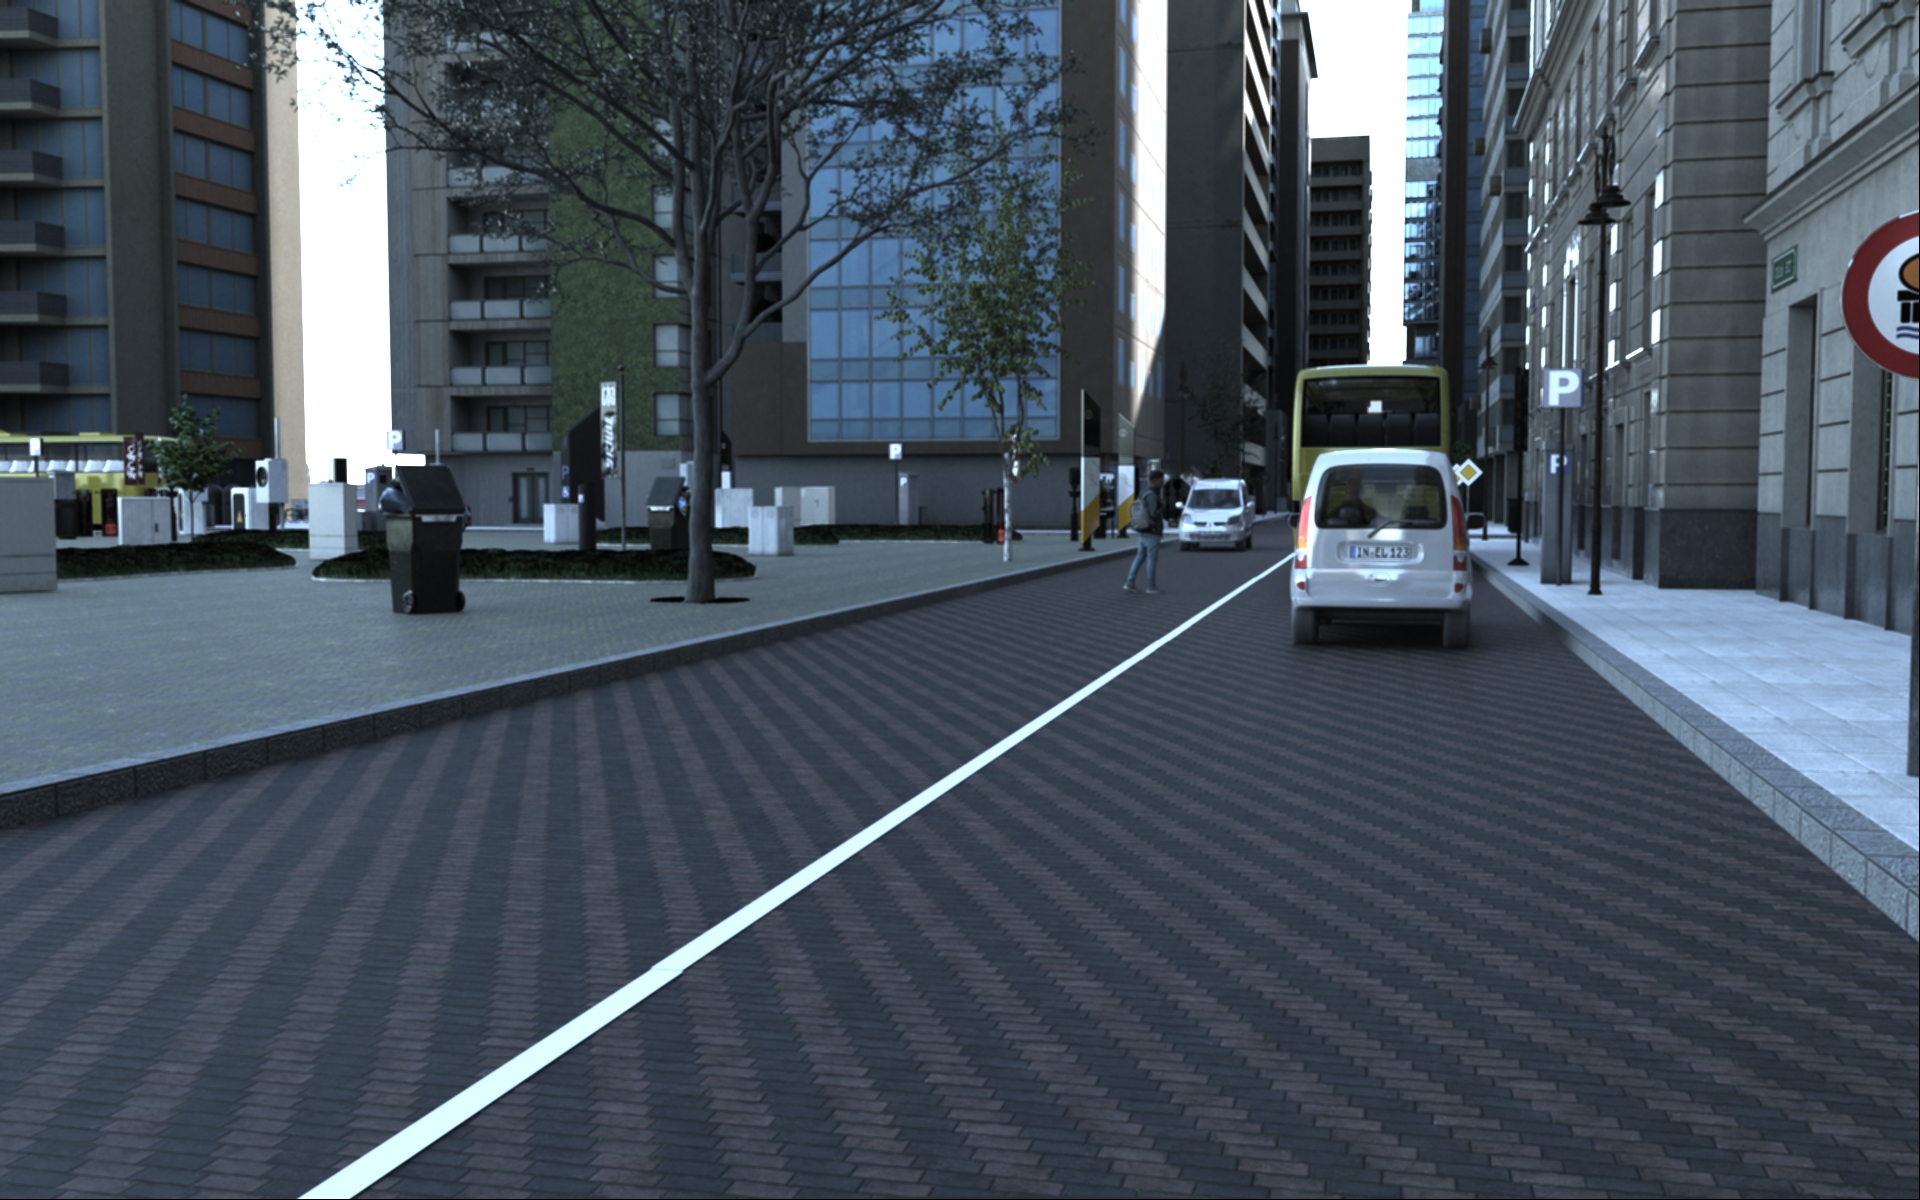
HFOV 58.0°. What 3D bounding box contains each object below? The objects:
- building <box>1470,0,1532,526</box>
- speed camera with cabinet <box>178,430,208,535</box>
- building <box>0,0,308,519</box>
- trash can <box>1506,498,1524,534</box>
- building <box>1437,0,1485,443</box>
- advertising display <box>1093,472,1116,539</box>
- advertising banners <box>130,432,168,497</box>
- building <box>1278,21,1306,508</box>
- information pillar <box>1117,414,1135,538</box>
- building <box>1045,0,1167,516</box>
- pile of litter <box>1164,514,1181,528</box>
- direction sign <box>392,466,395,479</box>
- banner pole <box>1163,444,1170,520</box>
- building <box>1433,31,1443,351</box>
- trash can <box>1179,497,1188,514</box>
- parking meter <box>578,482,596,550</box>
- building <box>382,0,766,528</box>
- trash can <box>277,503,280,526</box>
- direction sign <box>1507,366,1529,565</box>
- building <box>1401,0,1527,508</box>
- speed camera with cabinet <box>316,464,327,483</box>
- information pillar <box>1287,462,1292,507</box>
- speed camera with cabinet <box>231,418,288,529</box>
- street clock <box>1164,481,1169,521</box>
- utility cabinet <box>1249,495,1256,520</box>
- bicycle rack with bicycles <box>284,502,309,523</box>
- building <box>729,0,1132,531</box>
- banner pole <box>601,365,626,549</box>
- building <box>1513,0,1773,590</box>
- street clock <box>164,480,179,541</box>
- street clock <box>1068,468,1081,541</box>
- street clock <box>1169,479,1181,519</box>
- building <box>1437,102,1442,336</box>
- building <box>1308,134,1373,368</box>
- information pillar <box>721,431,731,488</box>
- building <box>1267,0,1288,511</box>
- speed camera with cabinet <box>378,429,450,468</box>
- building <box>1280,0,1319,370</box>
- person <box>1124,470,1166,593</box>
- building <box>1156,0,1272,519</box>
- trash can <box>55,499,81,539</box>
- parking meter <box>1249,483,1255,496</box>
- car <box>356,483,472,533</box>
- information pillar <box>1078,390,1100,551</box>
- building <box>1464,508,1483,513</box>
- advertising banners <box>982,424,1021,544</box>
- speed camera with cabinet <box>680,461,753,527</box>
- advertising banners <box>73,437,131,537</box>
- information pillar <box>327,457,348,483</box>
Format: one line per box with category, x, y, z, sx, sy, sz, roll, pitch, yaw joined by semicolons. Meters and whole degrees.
building;33.928;-23.164;70.610;23.993;40.220;32.217;1;4;14
speed camera with cabinet;-23.779;-3.629;53.666;0.660;3.252;2.038;-2;4;-32
building;-48.517;-26.302;84.665;28.867;44.769;22.147;1;4;14
trash can;18.155;-2.735;56.365;0.748;1.137;0.748;0;3;0
building;44.632;-29.630;134.555;14.600;45.320;14.200;1;4;14
advertising display;4.024;-2.729;49.831;0.974;1.923;0.123;-2;4;-24
advertising banners;-23.394;-3.303;50.186;0.090;3.025;2.074;0;4;-1
building;26.325;-31.785;169.802;14.600;45.320;14.200;1;4;14
information pillar;4.841;-3.617;50.489;0.504;3.616;0.183;1;4;21
building;14.913;-29.043;124.971;14.600;45.320;14.200;1;4;14
pile of litter;8.497;-3.204;66.356;1.719;0.858;1.176;-1;4;-13
direction sign;-45.326;-8.981;138.836;0.876;3.537;0.379;-1;4;-16
banner pole;10.278;-5.872;86.024;0.401;3.779;0.863;0;4;0
building;53.949;-30.583;154.651;22.147;44.769;28.867;1;4;14
trash can;11.144;-4.508;85.363;0.748;1.137;0.748;0;3;0
parking meter;-8.056;-1.775;37.432;0.372;1.533;0.369;0;3;0
building;-15.257;-23.701;71.106;14.086;41.232;14.154;1;4;14
trash can;-27.885;-3.584;70.245;0.748;1.137;0.748;0;3;0
direction sign;10.084;-2.396;31.172;0.379;3.537;0.876;2;4;32
building;67.880;-55.351;217.655;31.000;86.520;22.319;1;4;14
speed camera with cabinet;-41.155;-7.300;113.693;2.038;3.252;0.660;-3;5;-43
information pillar;23.388;-8.027;122.603;0.183;3.616;0.504;-3;4;-38
speed camera with cabinet;-18.379;-3.123;45.402;2.038;3.252;0.660;3;5;41
street clock;9.982;-4.817;83.323;0.358;2.002;0.471;0;4;6
utility cabinet;14.386;-4.529;85.203;0.306;1.237;1.020;1;4;11
bicycle rack with bicycles;-29.120;-3.947;77.910;2.925;0.926;2.852;1;4;15
building;0.258;-25.494;66.936;14.600;45.320;14.200;1;4;14
banner pole;-6.718;-2.673;33.718;0.863;3.779;0.401;3;4;39
building;17.812;-14.420;33.032;12.463;27.353;25.104;1;4;14
street clock;-21.330;-2.588;46.884;0.358;2.002;0.471;-2;4;-27
street clock;3.130;-2.614;47.307;0.358;2.002;0.471;0;4;-5
street clock;10.413;-4.796;82.982;0.471;2.002;0.358;1;4;12
building;62.083;-34.459;183.014;23.786;49.044;30.456;1;4;14
building;42.321;-36.777;225.002;21.600;48.544;21.300;1;4;14
information pillar;-8.630;-4.440;63.941;0.504;3.616;0.183;3;5;44
building;17.255;-51.062;147.535;22.319;86.520;31.000;1;4;14
speed camera with cabinet;-16.691;-3.585;52.959;2.038;3.252;0.660;0;4;3
building;25.142;-36.923;192.922;27.495;52.752;28.713;1;4;14
person;2.746;-0.993;25.086;0.721;1.781;0.623;-2;4;-28
building;6.534;-29.150;100.304;21.300;48.544;21.600;1;4;14
trash can;-25.405;-2.300;49.262;0.748;1.137;0.748;0;3;0
parking meter;15.395;-5.235;91.297;0.255;1.863;0.399;2;4;26
car;-19.365;-3.120;59.687;5.304;1.827;2.281;1;4;15
information pillar;2.932;-2.916;39.025;0.504;3.616;0.183;-2;4;-33
building;44.263;-48.711;109.088;22.319;86.520;31.000;1;4;14
advertising banners;1.056;-2.937;44.213;0.090;3.025;2.074;-2;4;-26
speed camera with cabinet;-6.951;-3.374;49.494;2.038;3.252;0.660;-2;4;-31
advertising banners;-25.795;-3.440;52.427;0.090;3.025;2.074;3;4;38
information pillar;-12.412;-1.841;34.584;0.304;2.012;0.304;3;5;44
